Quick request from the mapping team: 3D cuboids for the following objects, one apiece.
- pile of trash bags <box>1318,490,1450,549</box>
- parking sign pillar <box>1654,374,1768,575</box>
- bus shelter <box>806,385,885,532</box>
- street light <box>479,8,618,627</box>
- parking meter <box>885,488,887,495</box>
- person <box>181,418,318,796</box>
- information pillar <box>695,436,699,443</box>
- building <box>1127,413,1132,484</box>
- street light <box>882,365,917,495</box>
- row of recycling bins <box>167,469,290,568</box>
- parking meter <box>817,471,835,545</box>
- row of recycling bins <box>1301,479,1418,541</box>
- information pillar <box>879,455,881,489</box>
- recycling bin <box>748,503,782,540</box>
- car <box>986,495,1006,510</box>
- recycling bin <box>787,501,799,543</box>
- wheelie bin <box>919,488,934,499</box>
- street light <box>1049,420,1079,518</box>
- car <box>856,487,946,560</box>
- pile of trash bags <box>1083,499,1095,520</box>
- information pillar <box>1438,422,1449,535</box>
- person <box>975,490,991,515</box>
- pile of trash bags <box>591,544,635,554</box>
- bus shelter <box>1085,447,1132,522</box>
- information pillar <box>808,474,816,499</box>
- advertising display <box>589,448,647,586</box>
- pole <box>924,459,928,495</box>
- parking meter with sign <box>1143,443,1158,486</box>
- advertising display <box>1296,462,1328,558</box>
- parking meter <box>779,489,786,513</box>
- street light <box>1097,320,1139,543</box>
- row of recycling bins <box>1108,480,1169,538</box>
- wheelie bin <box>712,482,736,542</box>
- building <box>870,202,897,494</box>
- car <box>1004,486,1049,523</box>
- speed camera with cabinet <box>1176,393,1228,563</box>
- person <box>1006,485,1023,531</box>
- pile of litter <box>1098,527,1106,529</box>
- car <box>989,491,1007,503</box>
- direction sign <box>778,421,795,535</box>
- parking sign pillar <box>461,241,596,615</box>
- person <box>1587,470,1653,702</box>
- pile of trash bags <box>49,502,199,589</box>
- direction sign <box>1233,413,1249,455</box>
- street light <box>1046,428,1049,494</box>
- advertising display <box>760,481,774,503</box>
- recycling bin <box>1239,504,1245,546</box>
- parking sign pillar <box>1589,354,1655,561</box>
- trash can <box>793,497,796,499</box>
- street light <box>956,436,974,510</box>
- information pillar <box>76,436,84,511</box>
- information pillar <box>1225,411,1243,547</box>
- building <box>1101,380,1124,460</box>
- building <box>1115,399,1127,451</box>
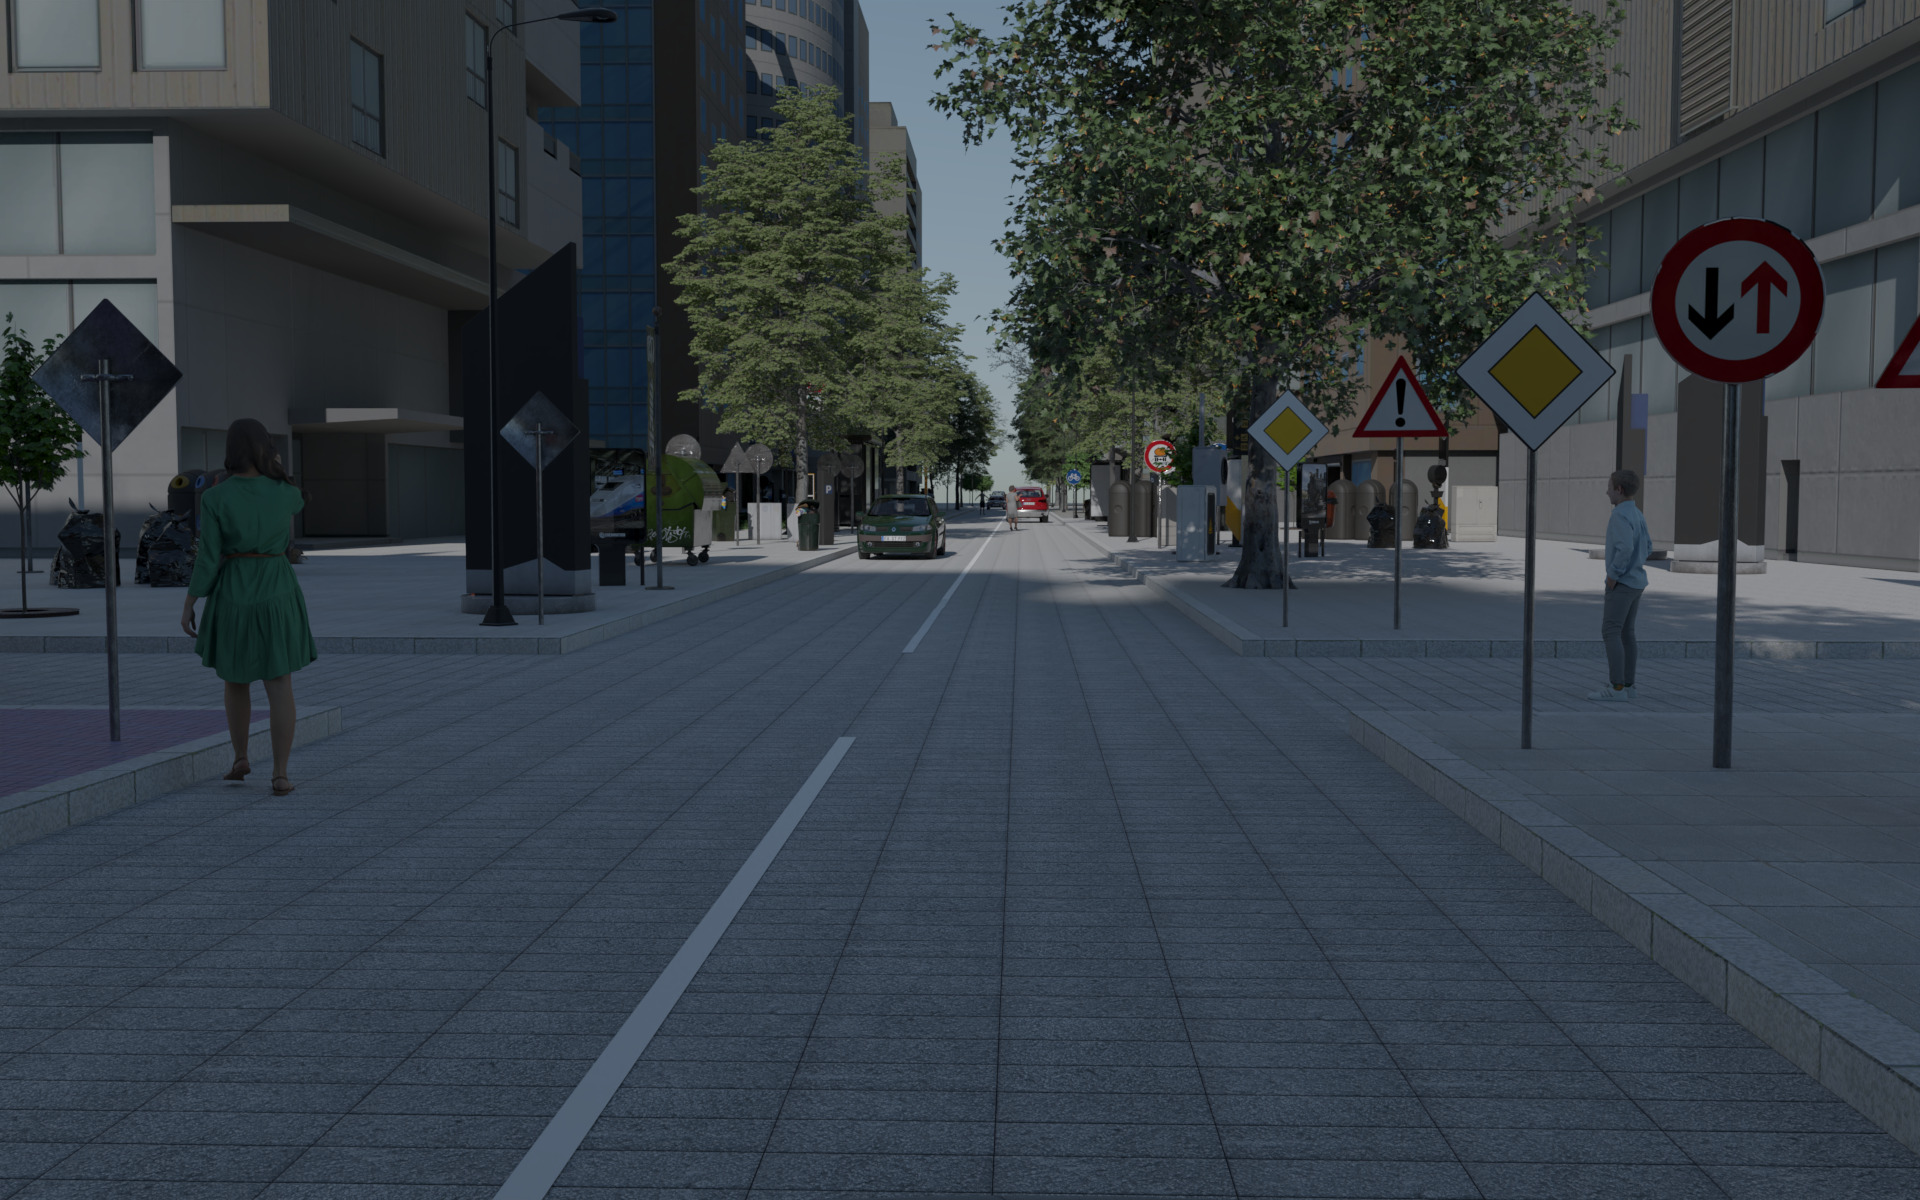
[{"bbox_3d":[10.160,-1.962,41.839,3.447,1.369,1.912,2,4,31],"label":"pile of trash bags"},{"bbox_3d":[12.385,-2.428,28.175,1.447,3.967,1.447,3,5,42],"label":"parking sign pillar"},{"bbox_3d":[-4.133,-5.188,62.451,2.179,5.291,8.768,0,4,2],"label":"bus shelter"},{"bbox_3d":[-3.971,-2.703,16.733,1.470,5.913,1.316,0,4,2],"label":"street light"},{"bbox_3d":[-3.367,-4.123,75.824,0.372,1.533,0.369,0,3,0],"label":"parking meter"},{"bbox_3d":[-3.407,0.025,8.346,0.600,1.795,0.529,-3,4,-38],"label":"person"},{"bbox_3d":[-10.597,-4.760,69.174,0.183,3.616,0.504,3,5,43],"label":"information pillar"},{"bbox_3d":[25.470,-31.035,191.018,14.154,41.232,14.086,0,4,2],"label":"building"},{"bbox_3d":[-2.245,-5.506,62.562,1.470,5.913,1.316,0,4,2],"label":"street light"},{"bbox_3d":[-11.800,-1.275,27.960,1.069,1.692,3.534,-3,5,-42],"label":"row of recycling bins"},{"bbox_3d":[-3.355,-2.302,43.351,0.399,1.863,0.255,-3,5,-42],"label":"parking meter"},{"bbox_3d":[11.130,-2.524,48.387,3.534,1.692,1.069,3,5,41],"label":"row of recycling bins"},{"bbox_3d":[-4.242,-5.862,87.198,0.504,3.616,0.183,1,4,16],"label":"information pillar"},{"bbox_3d":[-5.453,-2.191,48.381,0.722,1.027,0.722,-2,4,-35],"label":"recycling bin"},{"bbox_3d":[3.316,-8.890,157.939,1.945,1.354,3.894,0,4,3],"label":"car"},{"bbox_3d":[-4.111,-2.044,45.970,0.722,1.027,0.722,-3,4,-36],"label":"recycling bin"},{"bbox_3d":[-1.787,-5.096,91.222,0.980,1.594,0.693,3,4,37],"label":"wheelie bin"},{"bbox_3d":[5.603,-7.280,91.575,1.470,5.913,1.316,0,4,2],"label":"street light"},{"bbox_3d":[-1.287,-1.796,39.154,2.009,1.686,4.222,0,4,4],"label":"car"},{"bbox_3d":[7.945,-4.930,90.363,1.912,1.369,3.447,2,4,26],"label":"pile of trash bags"},{"bbox_3d":[15.061,-3.829,53.952,0.183,3.616,0.504,-1,4,-14],"label":"information pillar"},{"bbox_3d":[1.567,-6.736,119.418,1.217,1.735,0.721,1,4,22],"label":"person"},{"bbox_3d":[-8.797,-1.678,37.184,3.447,1.369,1.912,-2,4,-28],"label":"pile of trash bags"},{"bbox_3d":[6.713,-5.128,77.762,2.014,3.302,5.546,0,4,2],"label":"bus shelter"},{"bbox_3d":[-5.409,-3.570,62.857,0.304,2.012,0.304,0,4,7],"label":"information pillar"},{"bbox_3d":[-4.862,-1.159,24.160,0.974,1.923,0.123,-1,4,-19],"label":"advertising display"},{"bbox_3d":[-1.653,-5.529,84.240,0.158,3.312,0.155,0,3,0],"label":"pole"},{"bbox_3d":[6.987,-3.903,60.073,1.738,3.016,0.543,-1,4,-20],"label":"parking meter with sign"},{"bbox_3d":[7.143,-1.832,35.163,0.123,1.923,0.974,3,5,44],"label":"advertising display"},{"bbox_3d":[-8.811,-4.756,86.169,0.372,1.533,0.369,0,3,0],"label":"parking meter"},{"bbox_3d":[4.045,-4.483,45.839,1.470,5.913,1.316,0,4,2],"label":"street light"},{"bbox_3d":[5.883,-2.700,51.255,3.534,1.692,1.069,3,5,40],"label":"row of recycling bins"},{"bbox_3d":[-6.432,-2.391,47.009,0.693,1.594,0.980,-2,4,-29],"label":"wheelie bin"},{"bbox_3d":[-22.981,-30.827,195.895,32.217,40.220,23.993,0,4,2],"label":"building"},{"bbox_3d":[3.375,-4.809,87.292,2.281,1.827,5.304,0,3,0],"label":"car"},{"bbox_3d":[4.670,-2.380,33.253,0.660,3.252,2.038,1,4,20],"label":"speed camera with cabinet"},{"bbox_3d":[2.175,-3.604,67.777,0.716,1.782,0.532,2,4,35],"label":"person"},{"bbox_3d":[5.961,-3.053,63.875,1.719,0.858,1.176,2,4,34],"label":"pile of litter"},{"bbox_3d":[4.661,-12.206,208.240,2.281,1.827,5.304,0,4,1],"label":"car"},{"bbox_3d":[-5.430,-3.811,54.307,0.379,3.537,0.876,2,4,28],"label":"direction sign"},{"bbox_3d":[-4.735,-1.862,18.916,1.447,3.967,1.447,1,4,13],"label":"parking sign pillar"},{"bbox_3d":[4.651,-0.113,12.158,0.589,1.601,0.330,-3,5,-44],"label":"person"},{"bbox_3d":[-12.357,-0.882,24.169,3.447,1.369,1.912,-1,4,-17],"label":"pile of trash bags"},{"bbox_3d":[5.922,-2.628,34.960,0.876,3.537,0.379,-1,4,-12],"label":"direction sign"},{"bbox_3d":[6.759,-9.112,121.520,1.470,5.913,1.316,0,4,2],"label":"street light"},{"bbox_3d":[-9.646,-4.966,86.414,0.974,1.923,0.123,3,5,41],"label":"advertising display"},{"bbox_3d":[7.266,-1.841,42.654,0.722,1.027,0.722,3,4,37],"label":"recycling bin"},{"bbox_3d":[13.159,-2.785,34.010,1.447,3.967,1.447,1,4,16],"label":"parking sign pillar"},{"bbox_3d":[-8.595,-4.752,89.351,0.748,1.137,0.748,0,3,0],"label":"trash can"},{"bbox_3d":[0.375,-10.186,139.088,1.470,5.913,1.316,0,4,2],"label":"street light"},{"bbox_3d":[-14.141,-2.230,27.822,0.183,3.616,0.504,-2,4,-28],"label":"information pillar"},{"bbox_3d":[6.609,-3.083,41.759,0.183,3.616,0.504,-2,4,-32],"label":"information pillar"},{"bbox_3d":[30.724,-37.644,239.177,21.300,48.544,21.600,0,4,2],"label":"building"},{"bbox_3d":[30.699,-36.283,212.837,23.786,49.044,30.456,0,4,2],"label":"building"}]
